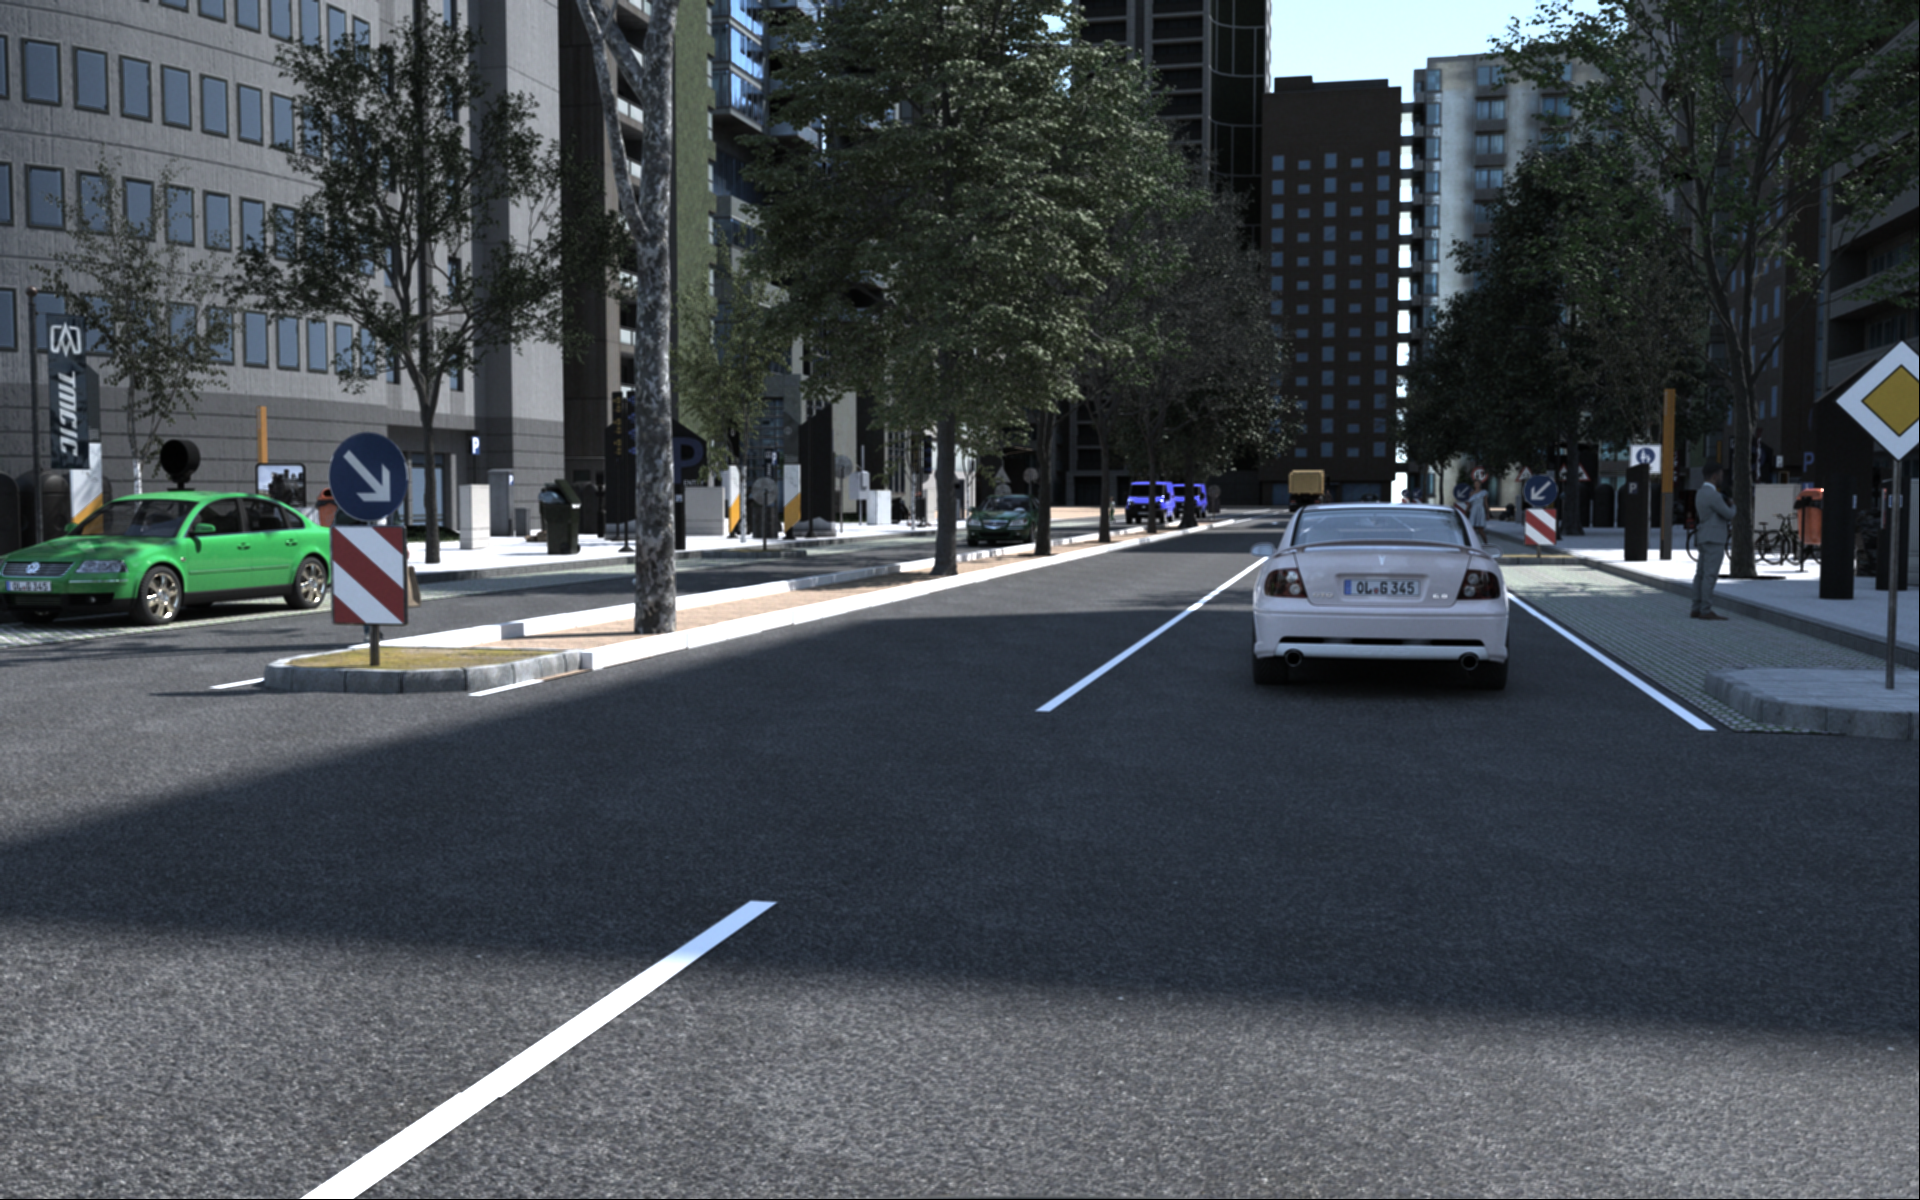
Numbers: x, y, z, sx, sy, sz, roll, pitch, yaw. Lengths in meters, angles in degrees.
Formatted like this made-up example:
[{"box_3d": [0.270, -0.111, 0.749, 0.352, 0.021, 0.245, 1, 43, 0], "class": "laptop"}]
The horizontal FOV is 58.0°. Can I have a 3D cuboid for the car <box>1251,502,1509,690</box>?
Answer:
[{"box_3d": [3.408, -0.113, 14.211, 2.083, 1.381, 4.827, 1, 4, 12], "class": "car"}]

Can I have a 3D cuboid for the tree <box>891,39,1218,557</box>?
[{"box_3d": [1.994, -6.805, 39.479, 9.928, 11.665, 9.643, 0, 3, 0], "class": "tree"}]

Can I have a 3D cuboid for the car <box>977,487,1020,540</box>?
[{"box_3d": [1.611, -2.743, 54.640, 2.009, 1.686, 4.222, 1, 4, 12], "class": "car"}]

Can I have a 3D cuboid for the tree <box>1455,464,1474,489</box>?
[{"box_3d": [31.538, -6.977, 108.675, 1.663, 3.219, 1.824, 0, 3, 0], "class": "tree"}]

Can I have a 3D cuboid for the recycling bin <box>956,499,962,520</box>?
[{"box_3d": [-0.310, -4.455, 85.389, 0.722, 1.027, 0.722, 1, 4, 8], "class": "recycling bin"}]

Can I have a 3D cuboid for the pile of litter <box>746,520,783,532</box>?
[{"box_3d": [-6.688, -2.706, 58.211, 1.719, 0.858, 1.176, -2, 4, -29], "class": "pile of litter"}]

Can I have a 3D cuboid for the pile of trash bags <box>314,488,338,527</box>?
[{"box_3d": [-11.247, -1.076, 27.352, 3.447, 1.369, 1.912, 0, 4, -1], "class": "pile of trash bags"}]

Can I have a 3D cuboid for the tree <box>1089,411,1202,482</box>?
[{"box_3d": [14.557, -12.258, 134.833, 8.767, 10.594, 7.601, -1, 4, -11], "class": "tree"}]

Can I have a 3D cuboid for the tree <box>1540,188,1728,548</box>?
[{"box_3d": [16.033, -5.529, 40.769, 4.360, 8.622, 3.978, 0, 3, 0], "class": "tree"}]

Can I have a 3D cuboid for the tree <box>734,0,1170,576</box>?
[{"box_3d": [-0.264, -6.715, 30.382, 7.486, 12.596, 7.792, 0, 3, 0], "class": "tree"}]

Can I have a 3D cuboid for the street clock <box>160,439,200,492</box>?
[{"box_3d": [-10.385, -1.134, 23.108, 0.471, 2.002, 0.358, 1, 4, 18], "class": "street clock"}]

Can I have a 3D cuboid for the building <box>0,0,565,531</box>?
[{"box_3d": [-28.060, -31.157, 51.414, 21.231, 58.520, 28.212, 1, 4, 13], "class": "building"}]

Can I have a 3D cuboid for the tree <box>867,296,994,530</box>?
[{"box_3d": [-1.647, -6.833, 62.078, 4.737, 8.622, 4.395, 0, 3, 0], "class": "tree"}]

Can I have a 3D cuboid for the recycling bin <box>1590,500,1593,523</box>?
[{"box_3d": [27.188, -3.865, 75.753, 0.722, 1.027, 0.722, -2, 4, -28], "class": "recycling bin"}]

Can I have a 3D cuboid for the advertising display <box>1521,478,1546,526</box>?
[{"box_3d": [23.302, -3.984, 70.350, 0.974, 1.923, 0.123, 0, 4, -3], "class": "advertising display"}]

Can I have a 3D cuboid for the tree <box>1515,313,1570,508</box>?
[{"box_3d": [22.020, -7.113, 66.661, 4.737, 8.622, 4.395, 0, 3, 0], "class": "tree"}]

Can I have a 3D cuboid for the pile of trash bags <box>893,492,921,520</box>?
[{"box_3d": [-2.380, -4.656, 85.882, 1.912, 1.369, 3.447, 1, 4, 13], "class": "pile of trash bags"}]

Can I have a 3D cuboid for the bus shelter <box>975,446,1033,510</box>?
[{"box_3d": [2.251, -5.840, 86.768, 1.731, 3.624, 6.357, 1, 4, 13], "class": "bus shelter"}]

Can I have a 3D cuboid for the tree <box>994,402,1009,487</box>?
[{"box_3d": [0.352, -7.648, 75.403, 4.737, 8.622, 4.395, 0, 3, 0], "class": "tree"}]

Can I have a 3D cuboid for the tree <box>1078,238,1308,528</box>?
[{"box_3d": [9.647, -9.366, 72.602, 9.611, 12.733, 9.660, 0, 3, 0], "class": "tree"}]

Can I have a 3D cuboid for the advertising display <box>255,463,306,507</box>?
[{"box_3d": [-14.188, -1.896, 36.218, 0.974, 1.923, 0.123, -1, 4, -14], "class": "advertising display"}]

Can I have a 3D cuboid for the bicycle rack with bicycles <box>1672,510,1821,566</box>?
[{"box_3d": [15.275, -1.133, 31.902, 2.852, 0.926, 2.925, -1, 4, -13], "class": "bicycle rack with bicycles"}]

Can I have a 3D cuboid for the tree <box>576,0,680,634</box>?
[{"box_3d": [-4.121, -9.782, 18.282, 12.611, 20.169, 13.585, 0, 3, 0], "class": "tree"}]

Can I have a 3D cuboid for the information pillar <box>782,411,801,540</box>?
[{"box_3d": [-4.731, -3.503, 48.635, 0.504, 3.616, 0.183, 1, 4, 18], "class": "information pillar"}]

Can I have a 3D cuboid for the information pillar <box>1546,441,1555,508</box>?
[{"box_3d": [20.599, -4.226, 60.447, 0.183, 3.616, 0.504, 3, 5, 44], "class": "information pillar"}]

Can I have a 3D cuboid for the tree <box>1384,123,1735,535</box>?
[{"box_3d": [19.167, -8.373, 53.906, 9.611, 12.733, 9.660, 0, 3, 0], "class": "tree"}]

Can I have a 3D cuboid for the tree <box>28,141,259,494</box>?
[{"box_3d": [-17.513, -5.315, 37.271, 4.360, 8.622, 3.978, 0, 3, 0], "class": "tree"}]

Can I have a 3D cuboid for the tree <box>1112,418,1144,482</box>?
[{"box_3d": [12.691, -10.632, 124.198, 4.360, 8.622, 3.978, 0, 3, 0], "class": "tree"}]

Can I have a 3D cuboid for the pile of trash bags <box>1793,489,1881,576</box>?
[{"box_3d": [14.730, -1.082, 27.443, 1.912, 1.369, 3.447, -2, 4, -25], "class": "pile of trash bags"}]

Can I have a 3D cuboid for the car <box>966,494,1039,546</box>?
[{"box_3d": [1.410, -2.277, 49.029, 2.131, 1.459, 4.920, 1, 4, 12], "class": "car"}]

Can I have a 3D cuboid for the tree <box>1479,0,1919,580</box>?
[{"box_3d": [11.858, -6.139, 26.130, 9.928, 11.665, 9.643, 0, 3, 0], "class": "tree"}]

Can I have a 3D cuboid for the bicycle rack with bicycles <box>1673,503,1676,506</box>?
[{"box_3d": [28.484, -3.514, 70.829, 2.925, 0.926, 2.852, 3, 5, 44], "class": "bicycle rack with bicycles"}]

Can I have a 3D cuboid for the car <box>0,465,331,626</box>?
[{"box_3d": [-9.157, -0.701, 20.255, 1.959, 1.807, 4.718, 1, 4, 13], "class": "car"}]

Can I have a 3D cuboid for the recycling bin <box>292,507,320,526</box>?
[{"box_3d": [-12.531, -1.249, 32.974, 0.722, 1.027, 0.722, 2, 4, 34], "class": "recycling bin"}]

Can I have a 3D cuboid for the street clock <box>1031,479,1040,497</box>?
[{"box_3d": [3.625, -4.789, 82.871, 0.471, 2.002, 0.358, 0, 4, 7], "class": "street clock"}]

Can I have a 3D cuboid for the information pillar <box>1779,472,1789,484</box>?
[{"box_3d": [26.993, -3.198, 56.782, 0.304, 2.012, 0.304, 2, 4, 27], "class": "information pillar"}]

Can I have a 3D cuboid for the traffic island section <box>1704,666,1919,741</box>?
[{"box_3d": [6.140, 0.665, 11.405, 2.009, 0.180, 2.903, 1, 4, 13], "class": "traffic island section"}]

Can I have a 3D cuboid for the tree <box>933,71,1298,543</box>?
[{"box_3d": [4.238, -8.405, 50.242, 12.009, 13.543, 11.850, 0, 3, 0], "class": "tree"}]

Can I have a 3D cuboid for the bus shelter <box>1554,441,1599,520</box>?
[{"box_3d": [27.994, -5.384, 79.319, 1.731, 3.624, 6.357, 1, 4, 13], "class": "bus shelter"}]

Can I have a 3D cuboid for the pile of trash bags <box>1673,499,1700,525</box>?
[{"box_3d": [31.571, -3.859, 72.844, 3.447, 1.369, 1.912, 2, 4, 34], "class": "pile of trash bags"}]

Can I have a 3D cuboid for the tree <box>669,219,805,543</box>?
[{"box_3d": [-5.921, -5.812, 45.389, 4.737, 8.622, 4.395, 0, 3, 0], "class": "tree"}]

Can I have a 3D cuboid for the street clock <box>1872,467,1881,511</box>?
[{"box_3d": [24.355, -2.536, 46.033, 0.358, 2.002, 0.471, -1, 4, -17], "class": "street clock"}]

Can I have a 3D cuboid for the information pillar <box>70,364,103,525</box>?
[{"box_3d": [-14.143, -2.240, 27.984, 0.183, 3.616, 0.504, 3, 4, 39], "class": "information pillar"}]

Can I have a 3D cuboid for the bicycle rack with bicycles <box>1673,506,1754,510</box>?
[{"box_3d": [18.456, -1.691, 41.031, 2.852, 0.926, 2.925, 2, 4, 29], "class": "bicycle rack with bicycles"}]

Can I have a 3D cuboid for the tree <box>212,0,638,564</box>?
[{"box_3d": [-9.677, -5.971, 32.039, 8.767, 10.594, 7.601, 0, 4, 7], "class": "tree"}]

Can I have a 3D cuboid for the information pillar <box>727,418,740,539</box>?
[{"box_3d": [-6.555, -3.595, 50.138, 0.183, 3.616, 0.504, 2, 4, 26], "class": "information pillar"}]

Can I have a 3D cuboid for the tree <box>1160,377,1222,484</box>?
[{"box_3d": [21.845, -15.754, 164.236, 9.857, 13.997, 8.962, 0, 3, 0], "class": "tree"}]

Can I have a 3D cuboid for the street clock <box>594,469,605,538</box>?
[{"box_3d": [-10.524, -2.821, 50.694, 0.358, 2.002, 0.471, -1, 4, -9], "class": "street clock"}]

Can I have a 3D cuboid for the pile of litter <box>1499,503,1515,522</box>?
[{"box_3d": [26.651, -4.235, 83.210, 1.719, 0.858, 1.176, -1, 4, -9], "class": "pile of litter"}]

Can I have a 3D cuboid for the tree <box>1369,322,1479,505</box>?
[{"box_3d": [34.278, -13.032, 123.441, 12.009, 13.543, 11.850, 0, 3, 0], "class": "tree"}]

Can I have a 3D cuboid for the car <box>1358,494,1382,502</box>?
[{"box_3d": [35.336, -8.531, 149.270, 2.009, 1.686, 4.222, 1, 4, 13], "class": "car"}]

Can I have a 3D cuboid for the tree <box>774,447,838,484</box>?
[{"box_3d": [-7.975, -6.501, 90.009, 4.285, 4.588, 4.351, 0, 3, 0], "class": "tree"}]

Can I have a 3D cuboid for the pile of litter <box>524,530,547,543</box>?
[{"box_3d": [-11.119, -1.989, 46.485, 1.176, 0.858, 1.719, 0, 4, -3], "class": "pile of litter"}]
